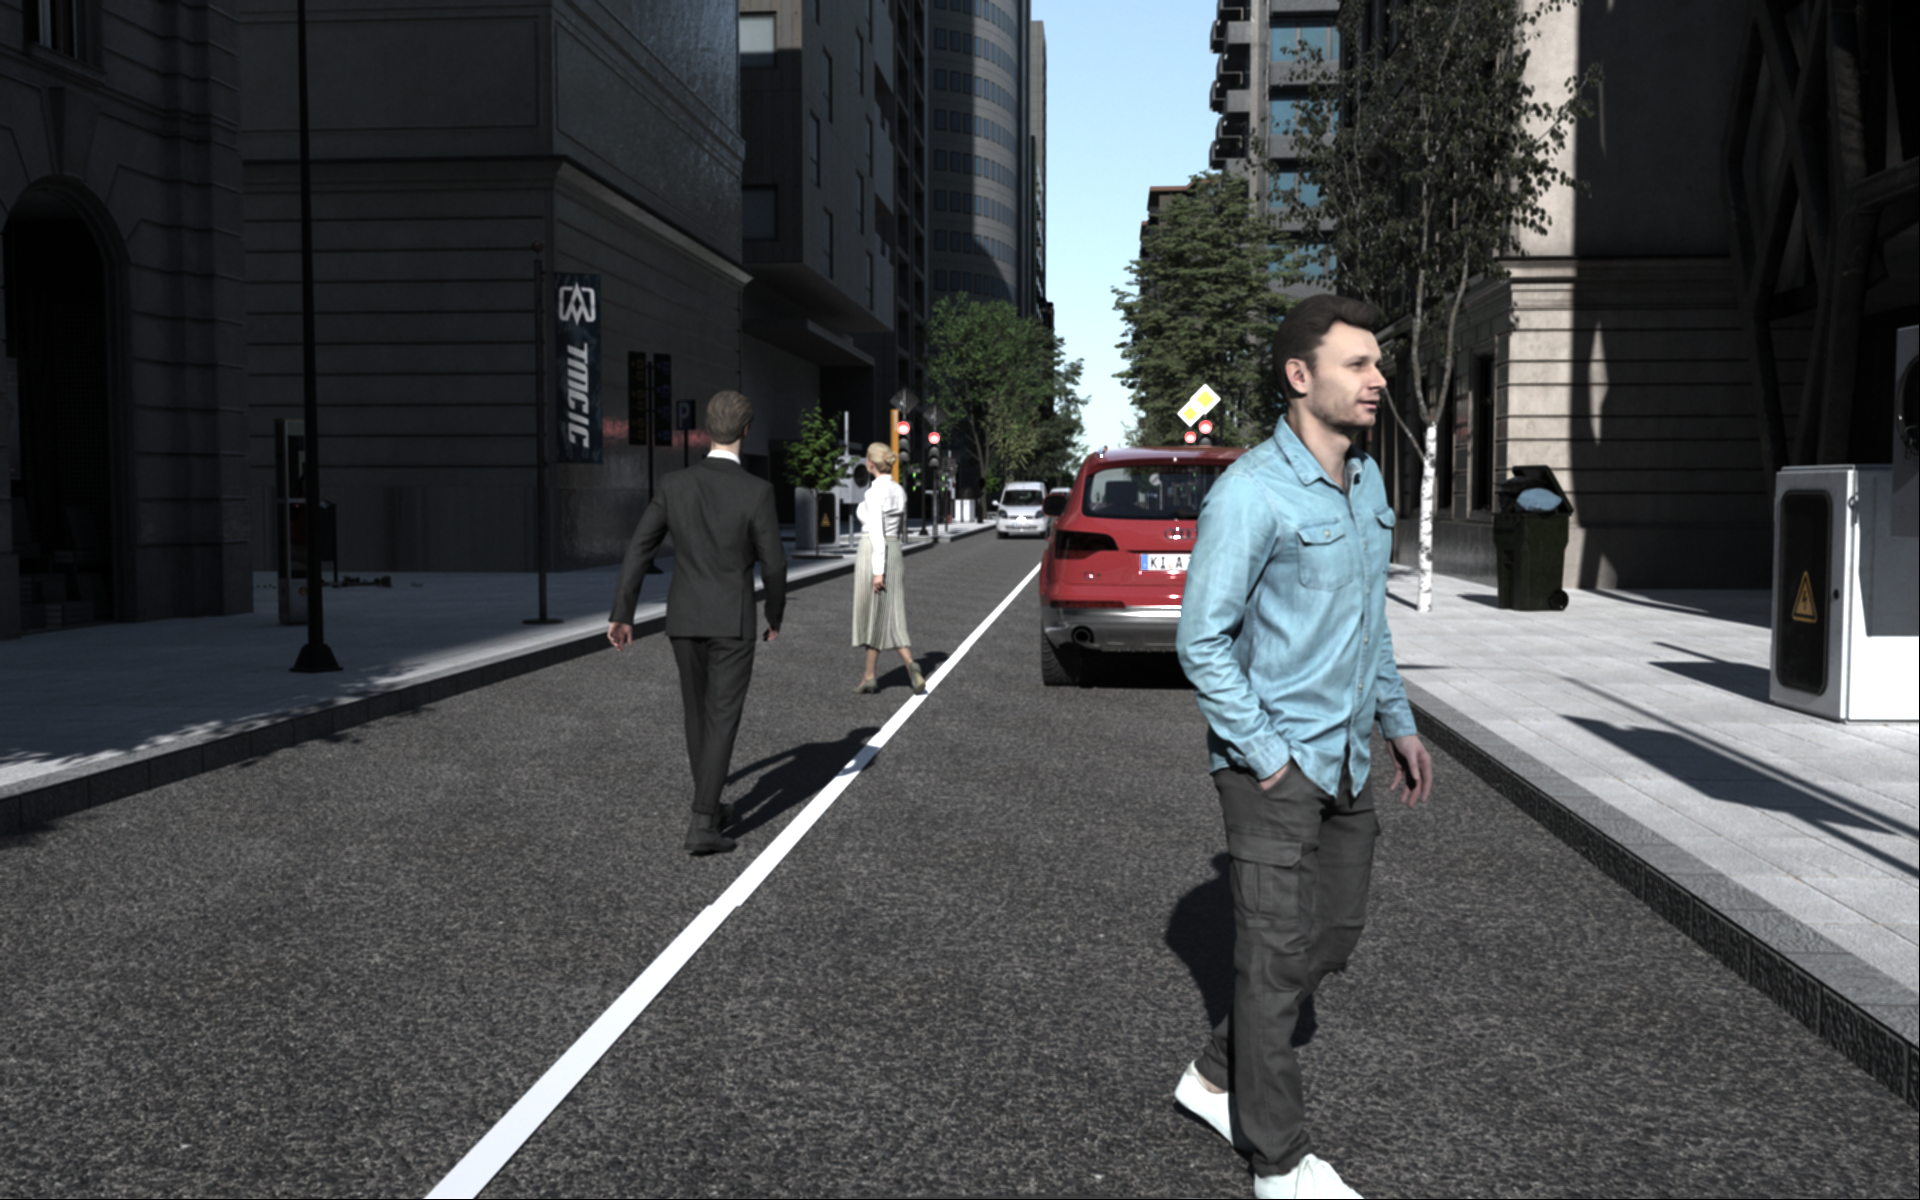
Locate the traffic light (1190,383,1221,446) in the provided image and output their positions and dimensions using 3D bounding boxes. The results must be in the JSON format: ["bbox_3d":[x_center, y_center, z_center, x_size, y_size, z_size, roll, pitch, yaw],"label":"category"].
[{"bbox_3d":[6.220,-3.379,44.174,0.839,4.253,0.868,0,4,5],"label":"traffic light"}]

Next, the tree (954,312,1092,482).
[{"bbox_3d":[4.087,-13.108,120.978,9.857,13.997,8.962,0,3,0],"label":"tree"}]

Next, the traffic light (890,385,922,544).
[{"bbox_3d":[-1.415,-3.418,44.803,0.839,4.253,0.868,0,4,5],"label":"traffic light"}]

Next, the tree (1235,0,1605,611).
[{"bbox_3d":[5.104,-4.197,18.981,4.360,8.622,3.978,0,3,0],"label":"tree"}]

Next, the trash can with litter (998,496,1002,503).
[{"bbox_3d":[3.380,-7.130,127.955,1.055,1.170,0.624,-1,4,-14],"label":"trash can with litter"}]

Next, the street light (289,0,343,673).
[{"bbox_3d":[-4.137,-2.435,12.348,1.470,5.913,1.316,0,4,5],"label":"street light"}]

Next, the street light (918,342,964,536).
[{"bbox_3d":[-0.581,-4.935,53.229,1.470,5.913,1.316,0,4,5],"label":"street light"}]

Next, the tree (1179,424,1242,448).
[{"bbox_3d":[10.085,-5.369,71.492,4.285,4.588,4.351,0,3,0],"label":"tree"}]

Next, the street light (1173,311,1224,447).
[{"bbox_3d":[6.122,-4.381,44.169,1.470,5.913,1.316,0,4,5],"label":"street light"}]

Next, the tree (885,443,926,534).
[{"bbox_3d":[-2.167,-3.774,56.303,1.663,3.219,1.824,0,3,0],"label":"tree"}]

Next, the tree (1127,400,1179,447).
[{"bbox_3d":[13.726,-10.319,119.070,4.360,8.622,3.978,0,3,0],"label":"tree"}]

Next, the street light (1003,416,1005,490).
[{"bbox_3d":[2.989,-7.537,95.778,1.470,5.913,1.316,0,4,5],"label":"street light"}]

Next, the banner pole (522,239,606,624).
[{"bbox_3d":[-3.947,-1.665,17.240,0.863,3.779,0.401,-2,4,-28],"label":"banner pole"}]

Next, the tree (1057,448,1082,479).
[{"bbox_3d":[17.303,-21.539,286.574,8.767,10.594,7.601,-1,4,-19],"label":"tree"}]

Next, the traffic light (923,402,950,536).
[{"bbox_3d":[-0.740,-3.905,52.760,0.839,4.253,0.868,0,4,5],"label":"traffic light"}]

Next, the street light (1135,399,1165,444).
[{"bbox_3d":[9.440,-6.852,84.577,1.470,5.913,1.316,0,4,5],"label":"street light"}]

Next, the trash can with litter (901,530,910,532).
[{"bbox_3d":[-2.519,-2.948,59.258,1.678,1.210,2.233,1,4,21],"label":"trash can with litter"}]

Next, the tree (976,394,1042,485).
[{"bbox_3d":[3.257,-9.934,112.785,4.737,8.622,4.395,0,3,0],"label":"tree"}]

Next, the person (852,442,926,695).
[{"bbox_3d":[-0.506,-0.218,12.291,0.641,1.798,0.478,3,5,43],"label":"person"}]

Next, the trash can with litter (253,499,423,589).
[{"bbox_3d":[-8.612,-0.795,24.048,2.233,1.210,1.678,1,4,12],"label":"trash can with litter"}]

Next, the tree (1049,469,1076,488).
[{"bbox_3d":[14.938,-15.861,243.039,4.285,4.588,4.351,0,3,0],"label":"tree"}]

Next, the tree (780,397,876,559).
[{"bbox_3d":[-2.732,-2.447,34.613,1.663,3.219,1.824,0,3,0],"label":"tree"}]

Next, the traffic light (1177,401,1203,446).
[{"bbox_3d":[6.895,-3.866,52.130,0.839,4.253,0.868,0,4,5],"label":"traffic light"}]

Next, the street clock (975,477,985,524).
[{"bbox_3d":[0.877,-4.339,75.508,0.358,2.002,0.471,3,5,41],"label":"street clock"}]

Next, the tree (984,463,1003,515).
[{"bbox_3d":[1.872,-6.930,107.899,1.663,3.219,1.824,0,3,0],"label":"tree"}]

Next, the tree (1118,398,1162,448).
[{"bbox_3d":[14.189,-11.127,132.290,4.737,8.622,4.395,0,3,0],"label":"tree"}]

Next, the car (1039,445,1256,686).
[{"bbox_3d":[1.781,-0.348,14.363,2.281,1.827,5.304,0,4,6],"label":"car"}]

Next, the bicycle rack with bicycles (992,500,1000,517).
[{"bbox_3d":[1.502,-5.237,99.002,2.852,0.926,2.925,1,4,15],"label":"bicycle rack with bicycles"}]

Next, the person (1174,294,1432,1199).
[{"bbox_3d":[0.664,0.302,3.581,0.620,1.820,0.660,3,5,39],"label":"person"}]

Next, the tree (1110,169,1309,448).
[{"bbox_3d":[8.783,-8.764,61.418,7.486,12.596,7.792,0,3,0],"label":"tree"}]

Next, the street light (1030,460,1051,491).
[{"bbox_3d":[5.816,-9.583,129.221,1.470,5.913,1.316,0,4,5],"label":"street light"}]

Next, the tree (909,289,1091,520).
[{"bbox_3d":[1.214,-9.894,87.518,9.928,11.665,9.643,0,3,0],"label":"tree"}]

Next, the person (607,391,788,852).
[{"bbox_3d":[-0.995,0.072,7.093,0.659,1.850,0.755,1,4,15],"label":"person"}]

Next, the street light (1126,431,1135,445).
[{"bbox_3d":[13.139,-9.448,127.018,1.470,5.913,1.316,0,4,5],"label":"street light"}]
